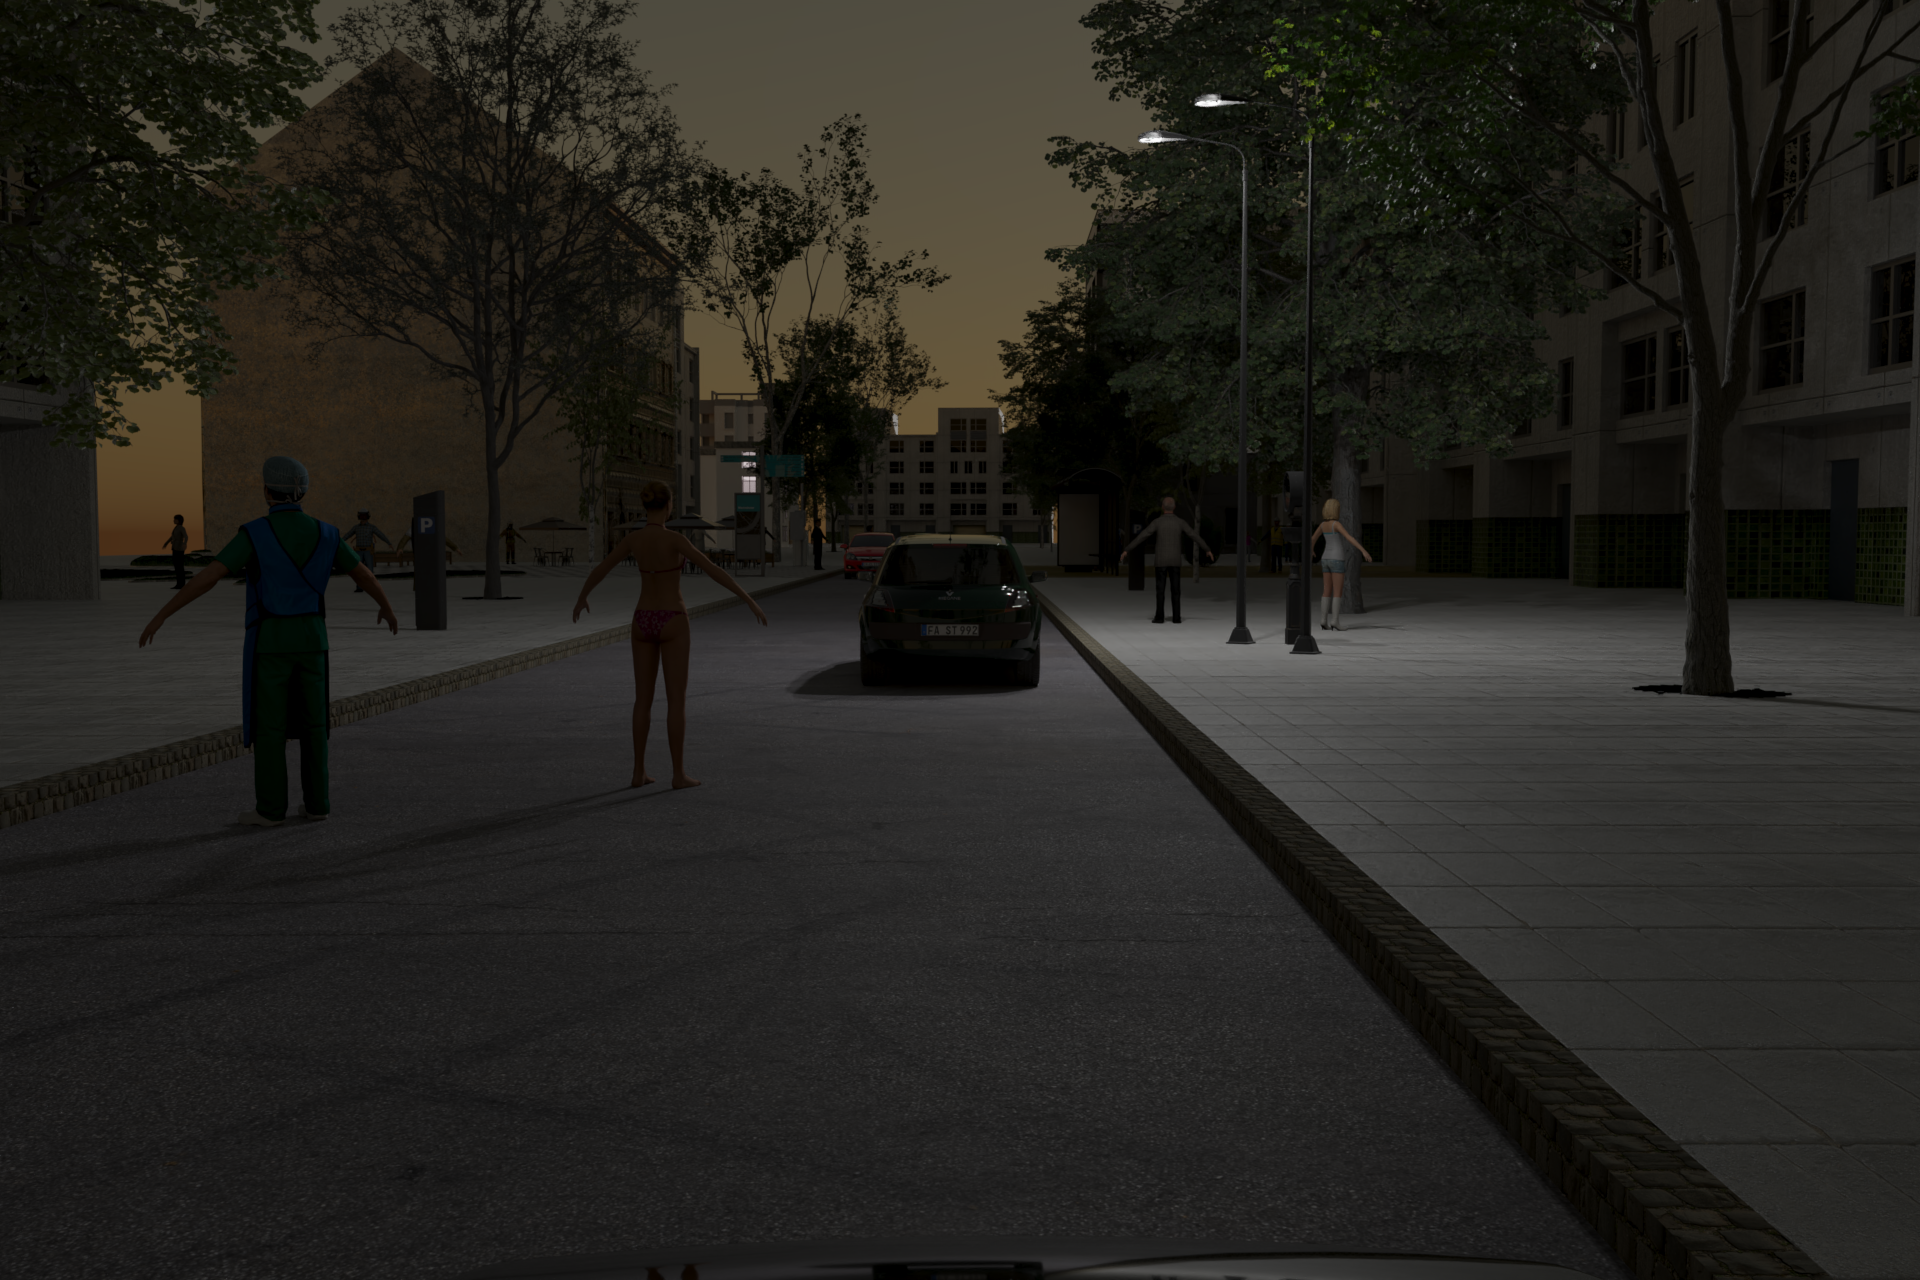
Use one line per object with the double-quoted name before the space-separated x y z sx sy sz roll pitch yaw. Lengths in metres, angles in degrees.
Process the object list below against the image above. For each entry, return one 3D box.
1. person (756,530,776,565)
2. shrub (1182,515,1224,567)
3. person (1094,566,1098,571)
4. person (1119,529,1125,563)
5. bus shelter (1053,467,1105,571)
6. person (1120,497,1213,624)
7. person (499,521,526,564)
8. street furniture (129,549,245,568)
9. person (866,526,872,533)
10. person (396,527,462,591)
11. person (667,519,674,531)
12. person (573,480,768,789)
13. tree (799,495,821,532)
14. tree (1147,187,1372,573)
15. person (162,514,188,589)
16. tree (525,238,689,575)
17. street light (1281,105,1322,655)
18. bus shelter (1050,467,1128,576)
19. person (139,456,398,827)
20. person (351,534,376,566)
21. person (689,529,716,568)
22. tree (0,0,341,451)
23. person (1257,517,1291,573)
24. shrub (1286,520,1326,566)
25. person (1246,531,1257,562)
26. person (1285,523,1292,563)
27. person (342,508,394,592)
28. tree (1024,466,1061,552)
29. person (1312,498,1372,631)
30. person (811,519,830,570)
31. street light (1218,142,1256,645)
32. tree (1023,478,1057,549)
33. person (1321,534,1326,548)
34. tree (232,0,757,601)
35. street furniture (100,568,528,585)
"person" -8.307 -4.049 72.382 1.347 1.806 0.705 1 4 13
"shrub" 9.357 -3.836 66.767 1.661 2.075 1.752 0 3 0
"person" 4.590 -3.300 60.228 1.348 1.796 0.705 1 4 14
"person" 6.988 -4.354 77.040 1.347 1.847 0.705 0 4 4
"bus shelter" 4.383 -4.441 63.899 1.731 3.624 6.357 0 4 1
"person" 2.984 -1.143 24.868 1.348 1.807 0.705 0 4 -2
"person" -19.013 -4.128 73.268 1.354 1.858 0.705 -3 5 -41
"street furniture" -29.951 -3.356 70.494 5.734 0.657 10.072 0 4 -5
"person" -3.230 -3.319 63.442 0.721 1.740 1.216 -2 4 -30
"person" -8.584 -1.297 27.984 0.721 1.736 1.217 3 4 38
"person" -10.008 -3.278 59.817 0.704 1.802 1.346 2 4 29
"person" -1.673 -0.037 9.859 1.217 1.733 0.721 1 4 17
"tree" -21.411 -18.082 245.997 4.737 8.622 4.395 0 3 0
"tree" 10.056 -8.536 57.683 7.486 12.596 7.792 0 3 0
"person" -18.233 -2.048 40.245 1.215 1.744 0.721 3 5 43
"tree" -9.239 -5.742 44.245 4.737 8.622 4.395 0 3 0
"street light" 4.249 -2.804 18.391 1.470 5.913 1.316 0 4 0
"bus shelter" 4.061 -3.755 55.324 2.014 3.302 5.546 0 4 -1
"person" -3.357 -0.001 8.600 0.704 1.817 1.347 3 5 40
"person" -24.017 -3.899 69.887 1.345 1.843 0.704 2 4 26
"person" -9.810 -3.629 65.522 1.347 1.806 0.705 2 4 33
"tree" -9.555 -5.915 14.833 7.486 12.596 7.792 0 3 0
"person" 10.362 -3.104 56.715 1.349 1.833 0.705 3 5 41
"shrub" 14.065 -4.035 70.387 1.690 2.028 1.600 0 3 0
"person" 13.080 -4.238 78.555 0.991 1.433 0.599 3 4 38
"person" 14.791 -4.354 77.648 1.216 1.772 0.721 -1 4 -22
"person" -13.077 -1.967 38.007 1.345 1.849 0.704 0 4 -1
"tree" 6.508 -10.546 122.784 4.360 8.622 3.978 0 3 0
"person" 5.021 -1.005 23.038 0.721 1.753 1.214 -2 4 -28
"person" -5.049 -3.429 61.998 0.705 1.837 1.347 2 4 23
"street light" 3.830 -2.909 20.095 1.470 5.913 1.316 0 4 0
"tree" 7.263 -12.096 148.128 4.737 8.622 4.395 0 3 0
"person" 16.777 -4.457 79.007 0.704 1.812 1.346 -2 4 -27
"tree" -9.026 -7.537 33.598 12.009 13.543 11.850 0 3 0
"street furniture" -28.162 -2.954 53.326 27.439 1.986 14.083 1 4 21
